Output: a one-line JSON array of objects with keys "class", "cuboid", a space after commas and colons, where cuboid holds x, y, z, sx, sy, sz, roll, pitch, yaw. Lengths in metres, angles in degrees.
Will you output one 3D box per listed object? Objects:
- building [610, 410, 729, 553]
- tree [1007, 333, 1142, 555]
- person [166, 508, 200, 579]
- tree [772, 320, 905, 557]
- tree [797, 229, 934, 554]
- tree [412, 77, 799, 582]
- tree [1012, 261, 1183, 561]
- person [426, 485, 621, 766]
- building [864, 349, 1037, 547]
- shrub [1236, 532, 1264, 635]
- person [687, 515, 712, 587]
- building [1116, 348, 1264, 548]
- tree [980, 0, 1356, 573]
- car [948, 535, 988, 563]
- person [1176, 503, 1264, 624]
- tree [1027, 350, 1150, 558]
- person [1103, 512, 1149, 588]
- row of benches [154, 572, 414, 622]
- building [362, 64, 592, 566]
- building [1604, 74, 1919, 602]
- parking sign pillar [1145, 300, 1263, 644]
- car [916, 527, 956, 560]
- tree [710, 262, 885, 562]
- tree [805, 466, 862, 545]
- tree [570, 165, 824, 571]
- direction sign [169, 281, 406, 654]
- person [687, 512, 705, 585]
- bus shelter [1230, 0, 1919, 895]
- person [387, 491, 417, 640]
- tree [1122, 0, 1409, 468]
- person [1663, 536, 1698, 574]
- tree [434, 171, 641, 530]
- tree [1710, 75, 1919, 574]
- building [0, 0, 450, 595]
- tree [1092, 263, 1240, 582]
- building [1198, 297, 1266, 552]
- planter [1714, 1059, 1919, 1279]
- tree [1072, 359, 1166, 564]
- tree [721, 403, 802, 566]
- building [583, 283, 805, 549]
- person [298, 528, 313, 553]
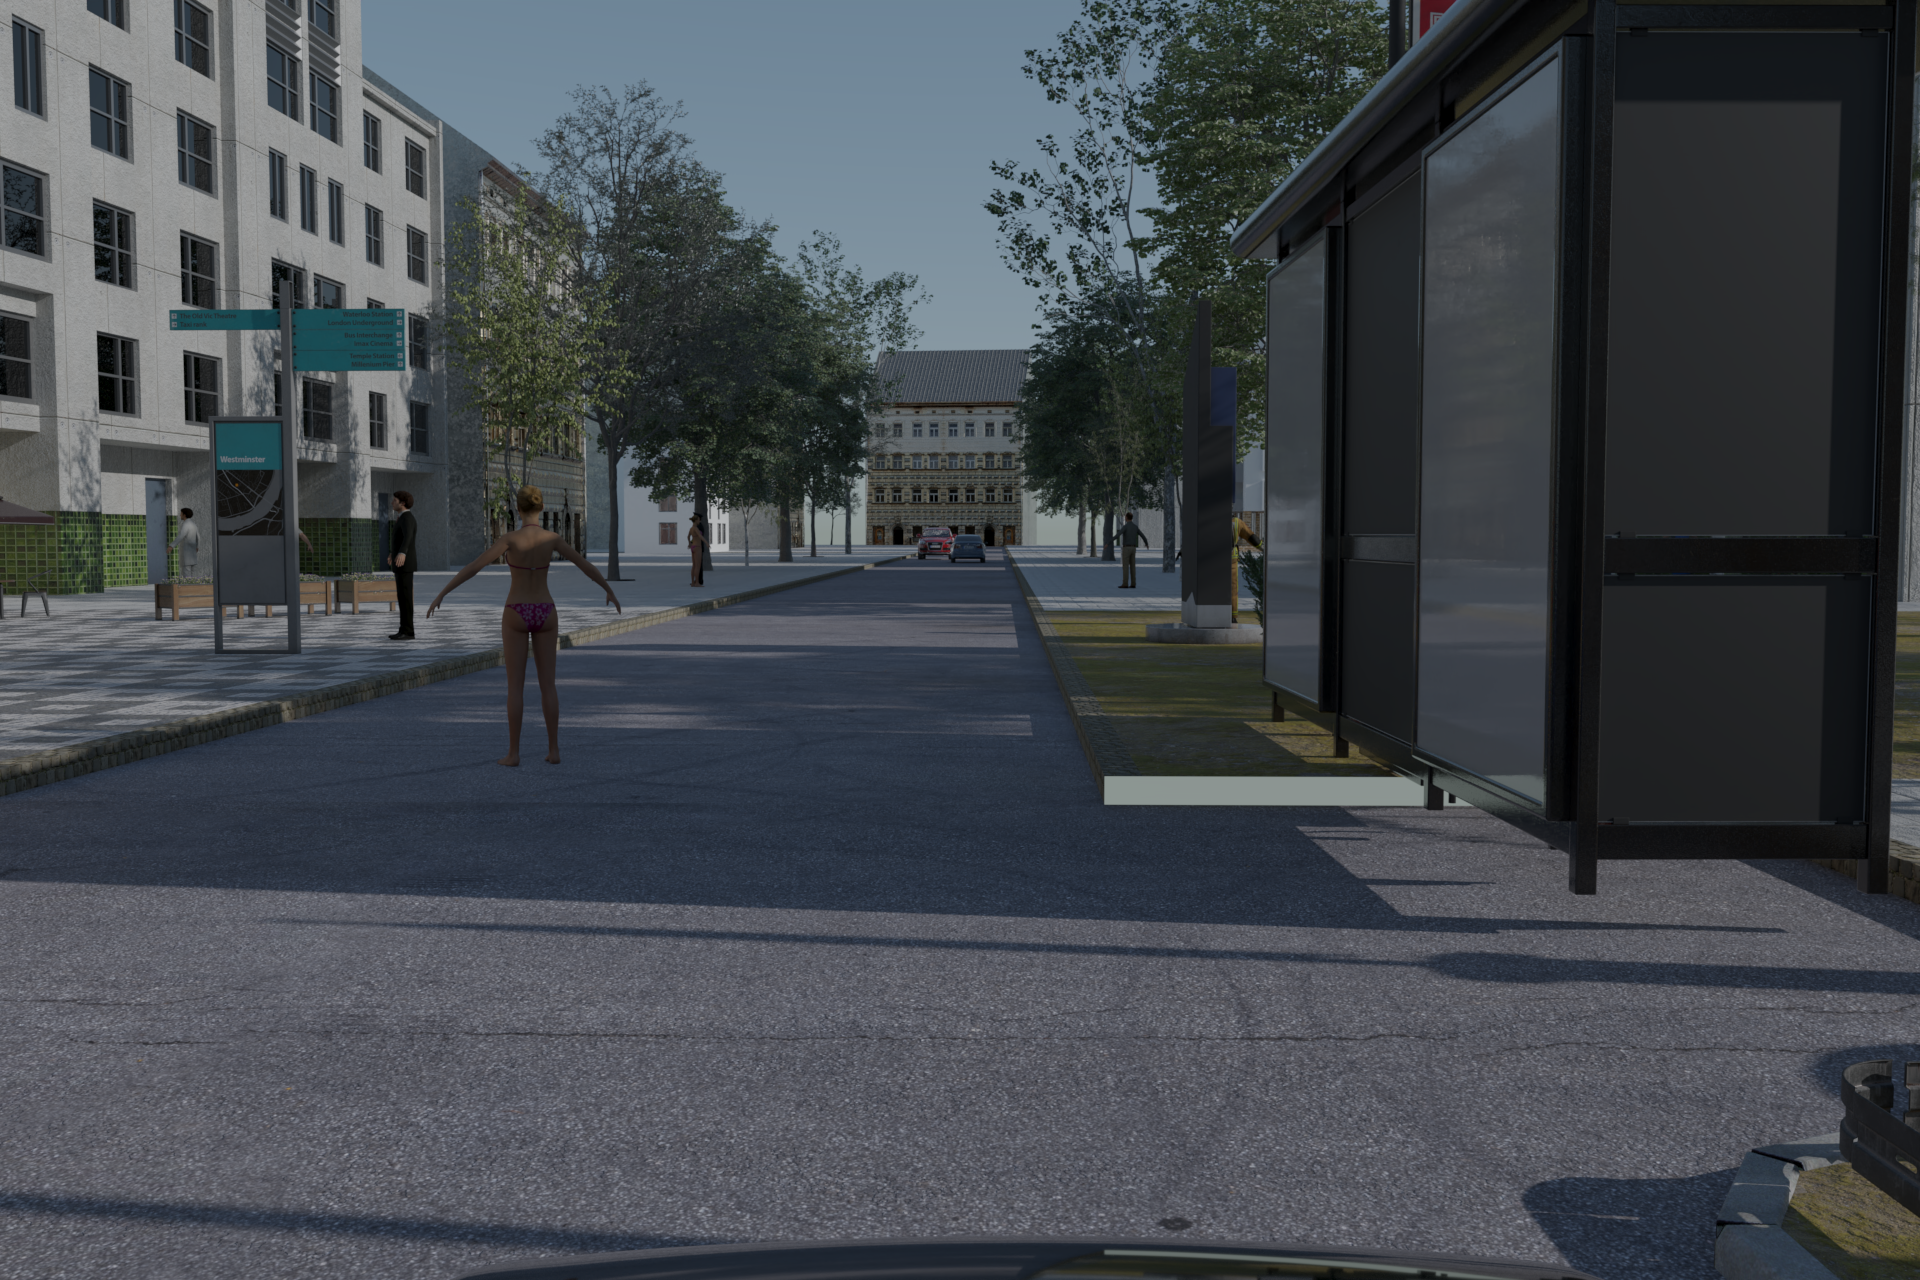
[{"class": "building", "cuboid": [-21.995, -11.590, 131.649, 9.099, 9.664, 28.070, 0, 4, 1]}, {"class": "tree", "cuboid": [7.628, -12.275, 107.345, 9.857, 13.997, 8.962, 0, 3, 0]}, {"class": "person", "cuboid": [-15.443, -1.735, 34.562, 0.705, 1.806, 1.347, 0, 4, -1]}, {"class": "tree", "cuboid": [-8.229, -11.380, 96.430, 12.009, 13.543, 11.850, 0, 3, 0]}, {"class": "tree", "cuboid": [-8.501, -15.587, 110.743, 12.611, 20.169, 13.585, 0, 3, 0]}, {"class": "tree", "cuboid": [-9.389, -8.348, 46.859, 12.009, 13.543, 11.850, 0, 3, 0]}, {"class": "tree", "cuboid": [7.173, -10.767, 82.703, 9.857, 13.997, 8.962, 0, 3, 0]}, {"class": "person", "cuboid": [-2.700, -0.095, 10.817, 1.217, 1.733, 0.721, -2, 4, -28]}, {"class": "building", "cuboid": [-0.660, -22.768, 205.644, 18.063, 23.208, 19.493, 0, 4, 8]}, {"class": "shrub", "cuboid": [3.552, -0.756, 16.787, 1.690, 2.028, 1.600, 0, 3, 0]}, {"class": "person", "cuboid": [-6.320, -2.149, 41.935, 0.721, 1.733, 1.217, -2, 4, -32]}, {"class": "building", "cuboid": [25.063, -18.762, 173.214, 16.747, 18.905, 31.486, 0, 4, 1]}, {"class": "tree", "cuboid": [6.656, -12.388, 58.440, 12.611, 20.169, 13.585, 0, 3, 0]}, {"class": "car", "cuboid": [0.403, -4.611, 87.396, 2.014, 1.417, 4.499, 0, 3, 0]}, {"class": "person", "cuboid": [3.731, -1.144, 24.466, 1.354, 1.858, 0.705, 0, 4, 2]}, {"class": "tree", "cuboid": [7.449, -10.357, 95.099, 9.928, 11.665, 9.643, 0, 3, 0]}, {"class": "person", "cuboid": [3.981, -2.122, 40.965, 1.348, 1.796, 0.705, -2, 4, -33]}, {"class": "row of benches", "cuboid": [-10.524, -0.705, 26.991, 1.422, 0.672, 4.104, 3, 5, 41]}, {"class": "building", "cuboid": [-28.359, -15.148, 78.606, 19.493, 23.208, 18.063, 0, 4, 0]}, {"class": "building", "cuboid": [26.660, -11.076, 47.554, 16.747, 18.905, 31.486, 0, 4, 2]}, {"class": "parking sign pillar", "cuboid": [2.952, -1.972, 20.713, 1.447, 3.967, 1.447, 0, 4, -1]}, {"class": "car", "cuboid": [-1.310, -5.500, 98.599, 2.281, 1.827, 5.304, 0, 4, 2]}, {"class": "tree", "cuboid": [-8.134, -10.588, 79.764, 9.857, 13.997, 8.962, 0, 3, 0]}, {"class": "tree", "cuboid": [-14.897, -16.543, 204.889, 7.601, 10.594, 8.767, 0, 4, -1]}, {"class": "tree", "cuboid": [-8.943, -9.387, 60.128, 9.857, 13.997, 8.962, 0, 3, 0]}, {"class": "direction sign", "cuboid": [-7.088, -1.846, 18.952, 2.525, 3.948, 1.411, 0, 4, 2]}, {"class": "person", "cuboid": [-6.617, -2.301, 43.563, 0.705, 1.837, 1.347, 0, 4, 2]}, {"class": "bus shelter", "cuboid": [2.941, -1.996, 10.264, 2.179, 5.291, 8.768, 0, 4, -1]}, {"class": "person", "cuboid": [-6.803, -0.912, 21.097, 0.705, 1.806, 1.347, -1, 4, -22]}, {"class": "tree", "cuboid": [6.460, -6.939, 31.578, 7.486, 12.596, 7.792, 0, 3, 0]}, {"class": "person", "cuboid": [15.937, -1.965, 38.258, 1.347, 1.817, 0.704, -1, 4, -22]}, {"class": "tree", "cuboid": [-9.086, -5.254, 36.258, 4.737, 8.622, 4.395, 0, 3, 0]}, {"class": "tree", "cuboid": [7.706, -4.136, 17.983, 4.360, 8.622, 3.978, 0, 3, 0]}, {"class": "building", "cuboid": [-26.828, -10.912, 44.873, 16.747, 18.905, 31.486, 0, 4, 2]}, {"class": "tree", "cuboid": [5.861, -5.874, 46.398, 4.737, 8.622, 4.395, 0, 3, 0]}, {"class": "building", "cuboid": [23.585, -17.197, 137.584, 16.016, 20.090, 11.380, 0, 4, 1]}, {"class": "planter", "cuboid": [2.459, 1.111, 2.971, 1.991, 0.319, 1.994, 0, 4, 1]}, {"class": "tree", "cuboid": [6.890, -7.499, 72.964, 4.360, 8.622, 3.978, 0, 3, 0]}, {"class": "tree", "cuboid": [-8.650, -7.301, 69.728, 4.360, 8.622, 3.978, 0, 3, 0]}, {"class": "building", "cuboid": [-24.296, -19.817, 154.940, 19.493, 23.208, 18.063, 0, 4, 2]}, {"class": "person", "cuboid": [-13.609, -1.774, 34.856, 1.347, 1.847, 0.705, 1, 4, 8]}]
